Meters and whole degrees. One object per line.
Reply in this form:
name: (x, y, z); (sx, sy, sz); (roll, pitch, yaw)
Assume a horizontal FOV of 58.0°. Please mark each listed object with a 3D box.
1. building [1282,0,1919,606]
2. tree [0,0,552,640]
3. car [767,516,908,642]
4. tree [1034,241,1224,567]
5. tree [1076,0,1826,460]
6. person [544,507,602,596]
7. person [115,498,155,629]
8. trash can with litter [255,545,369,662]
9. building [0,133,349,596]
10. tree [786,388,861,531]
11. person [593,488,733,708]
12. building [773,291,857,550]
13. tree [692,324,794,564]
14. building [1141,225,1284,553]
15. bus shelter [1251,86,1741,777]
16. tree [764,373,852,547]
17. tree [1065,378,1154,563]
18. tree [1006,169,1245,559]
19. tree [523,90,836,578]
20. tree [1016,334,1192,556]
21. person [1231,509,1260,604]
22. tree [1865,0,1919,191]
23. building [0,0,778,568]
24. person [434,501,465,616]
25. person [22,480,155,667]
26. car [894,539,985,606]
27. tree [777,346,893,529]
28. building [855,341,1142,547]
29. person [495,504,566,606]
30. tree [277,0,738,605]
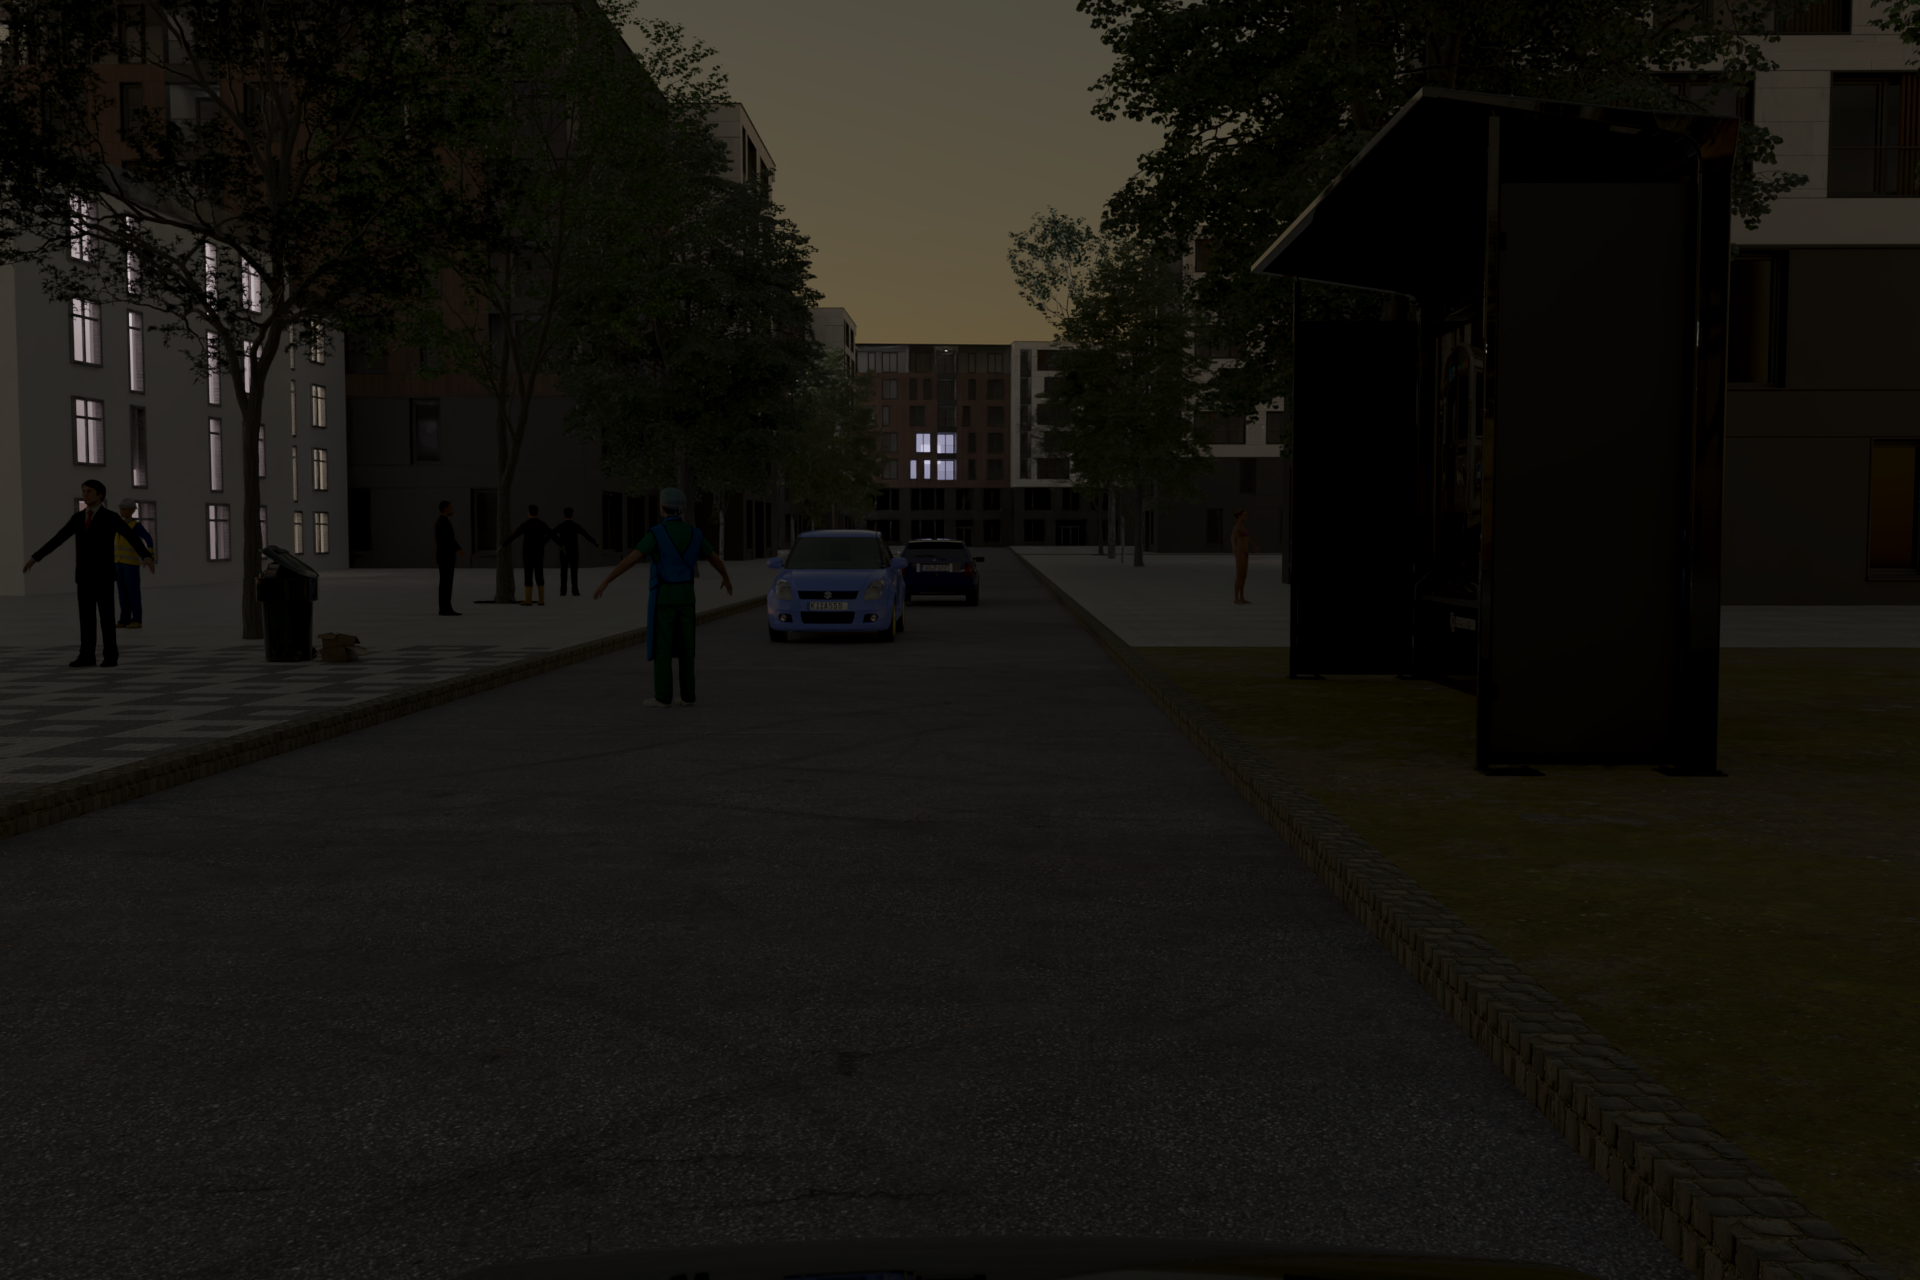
building: (22.335, -12.391, 46.562); (27.936, 21.610, 32.646); (0, 4, 1)
tree: (-8.700, -5.267, 20.536); (8.767, 10.594, 7.601); (0, 4, 6)
car: (-1.671, -0.888, 24.114); (1.945, 1.707, 3.694); (0, 4, 1)
tree: (6.634, -9.154, 67.794); (7.486, 12.596, 7.792); (0, 3, 0)
tree: (6.323, -7.151, 23.575); (9.857, 13.997, 8.962); (0, 3, 0)
person: (-8.132, -1.841, 36.036); (1.347, 1.837, 0.705); (0, 4, -5)
person: (-11.371, -1.044, 23.531); (1.216, 1.772, 0.721); (2, 4, 24)
trash can with litter: (-6.539, -0.374, 17.504); (1.055, 1.170, 0.624); (0, 4, 1)
building: (-23.511, -6.577, 49.682); (9.099, 9.664, 28.070); (0, 4, 1)
tree: (-7.081, -8.282, 85.774); (4.737, 8.622, 4.395); (0, 3, 0)
person: (-2.407, -0.355, 14.395); (1.347, 1.817, 0.704); (-3, 5, -43)
building: (-24.474, -18.992, 154.492); (27.936, 21.610, 32.646); (0, 4, 1)
tree: (-8.489, -6.699, 59.895); (4.360, 8.622, 3.978); (0, 3, 0)
building: (27.458, -17.551, 130.940); (27.936, 21.610, 32.646); (0, 4, 1)
bus shelter: (3.355, -1.281, 12.229); (1.731, 3.624, 6.357); (0, 4, 1)
tree: (-7.157, -7.686, 76.023); (4.737, 8.622, 4.395); (0, 3, 0)
tree: (7.363, -7.696, 76.192); (4.360, 8.622, 3.978); (0, 3, 0)
tree: (9.093, -14.258, 89.001); (12.611, 20.169, 13.585); (0, 3, 0)
tree: (-7.934, -8.791, 50.394); (9.857, 13.997, 8.962); (0, 3, 0)
tree: (8.297, -11.764, 102.708); (12.009, 13.543, 11.850); (0, 3, 0)
person: (5.244, -1.531, 31.828); (0.721, 1.733, 1.217); (2, 4, 30)
tree: (9.436, -5.274, 11.984); (9.928, 11.665, 9.643); (0, 3, 0)
building: (-24.309, -14.460, 80.391); (27.936, 21.610, 32.646); (0, 4, 1)
person: (-8.063, -1.287, 27.267); (0.704, 1.802, 1.346); (-2, 4, -29)
person: (-8.386, -0.647, 16.764); (1.347, 1.806, 0.705); (0, 4, 7)
car: (-0.465, -1.417, 35.743); (1.945, 1.354, 3.894); (0, 4, 1)
tree: (-7.917, -11.451, 105.357); (7.486, 12.596, 7.792); (0, 3, 0)
building: (2.433, -21.365, 195.754); (32.646, 21.610, 27.936); (0, 4, -4)
person: (-7.655, -1.523, 31.035); (1.346, 1.812, 0.704); (-3, 4, -37)
tree: (-8.263, -6.486, 31.799); (9.928, 11.665, 9.643); (0, 3, 0)
